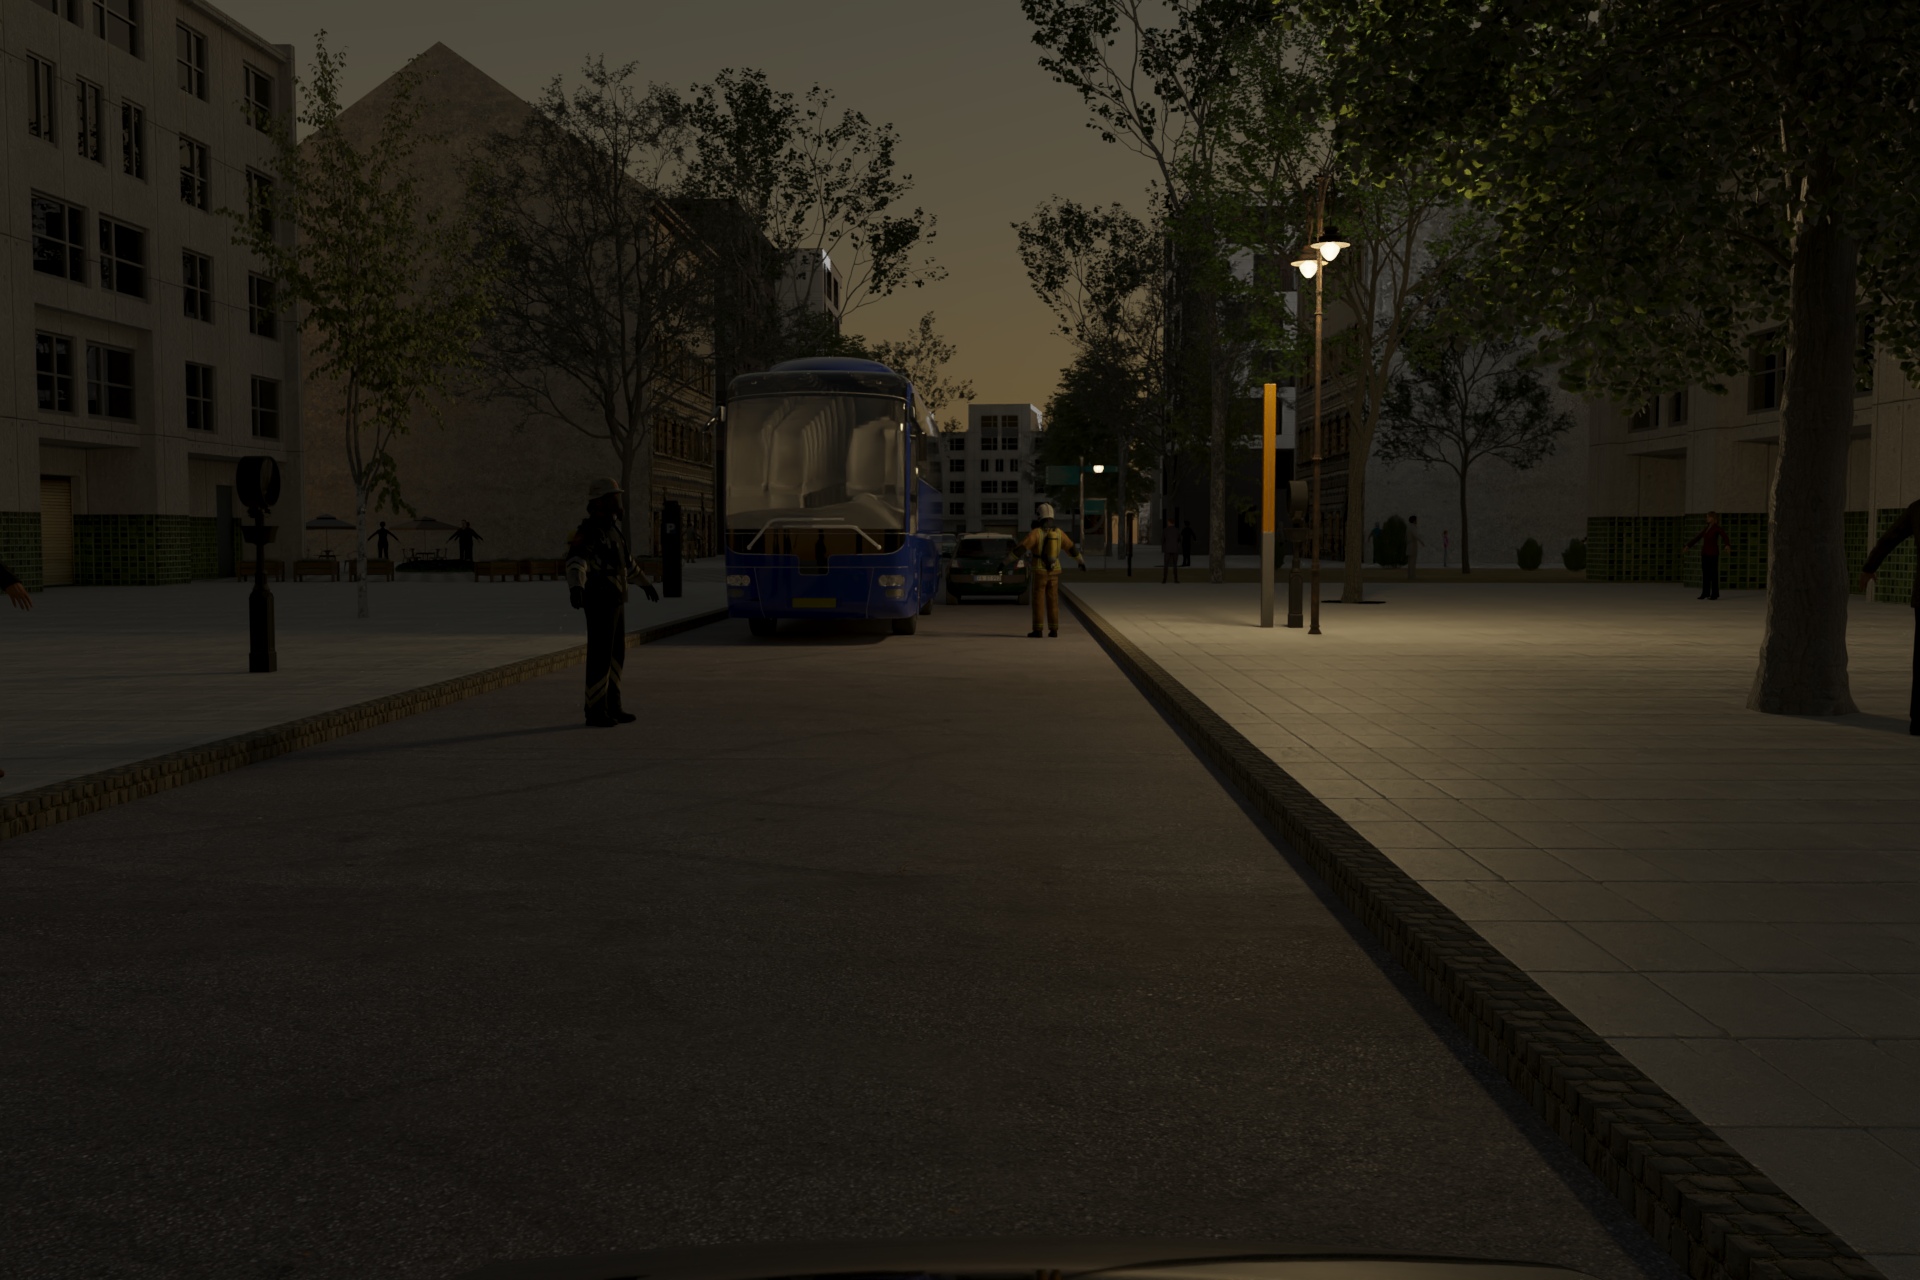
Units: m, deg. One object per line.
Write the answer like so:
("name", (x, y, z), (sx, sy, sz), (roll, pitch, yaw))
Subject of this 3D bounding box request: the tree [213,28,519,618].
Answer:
("tree", (-8.929, -4.649, 26.381), (4.737, 8.622, 4.395), (0, 3, 0))

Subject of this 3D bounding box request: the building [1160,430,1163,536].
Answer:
("building", (27.367, -20.513, 191.808), (16.016, 20.090, 11.380), (0, 4, 1))

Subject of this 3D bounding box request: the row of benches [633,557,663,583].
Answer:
("row of benches", (-8.724, -1.939, 47.158), (1.422, 0.672, 4.104), (-2, 4, -34))

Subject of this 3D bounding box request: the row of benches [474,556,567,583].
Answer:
("row of benches", (-11.624, -1.972, 47.711), (1.422, 0.672, 4.104), (2, 4, 30))

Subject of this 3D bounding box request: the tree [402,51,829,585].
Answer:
("tree", (-8.584, -8.182, 44.141), (12.009, 13.543, 11.850), (0, 3, 0))

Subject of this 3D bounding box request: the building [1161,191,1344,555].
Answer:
("building", (27.713, -16.859, 119.624), (27.936, 21.610, 32.646), (0, 4, 1))

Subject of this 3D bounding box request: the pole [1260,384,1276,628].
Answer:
("pole", (4.212, -1.825, 23.674), (0.158, 3.312, 0.155), (0, 3, 0))

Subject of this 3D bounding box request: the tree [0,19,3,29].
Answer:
("tree", (-8.893, -3.836, 13.078), (4.360, 8.622, 3.978), (0, 3, 0))

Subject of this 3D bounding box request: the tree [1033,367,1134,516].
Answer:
("tree", (8.419, -12.082, 115.662), (7.486, 12.596, 7.792), (0, 3, 0))

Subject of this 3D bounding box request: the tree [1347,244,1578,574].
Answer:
("tree", (16.038, -7.423, 55.770), (7.601, 10.594, 8.767), (0, 4, 4))

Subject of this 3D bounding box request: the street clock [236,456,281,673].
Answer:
("street clock", (-6.482, -0.702, 16.052), (0.358, 2.002, 0.471), (0, 4, 0))

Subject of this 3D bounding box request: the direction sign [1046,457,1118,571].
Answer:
("direction sign", (4.227, -4.350, 59.879), (2.525, 3.948, 1.411), (0, 4, 2))

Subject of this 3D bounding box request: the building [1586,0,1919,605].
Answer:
("building", (25.584, -10.119, 31.909), (16.747, 18.905, 31.486), (0, 4, 1))

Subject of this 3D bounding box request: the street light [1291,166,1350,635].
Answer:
("street light", (4.544, -3.010, 22.007), (0.468, 5.910, 1.993), (0, 4, 1))

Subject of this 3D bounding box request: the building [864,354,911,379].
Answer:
("building", (-20.607, -22.524, 212.235), (27.936, 21.610, 32.646), (0, 4, 1))

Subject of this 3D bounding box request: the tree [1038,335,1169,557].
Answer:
("tree", (8.344, -11.057, 98.916), (7.486, 12.596, 7.792), (0, 3, 0))

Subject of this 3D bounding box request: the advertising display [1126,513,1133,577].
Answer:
("advertising display", (5.140, -2.896, 52.561), (0.123, 1.923, 0.974), (0, 4, 0))

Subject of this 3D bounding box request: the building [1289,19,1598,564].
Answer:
("building", (27.007, -15.445, 83.457), (19.493, 23.208, 18.063), (0, 4, 2))

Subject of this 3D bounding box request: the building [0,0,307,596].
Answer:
("building", (-28.284, -10.344, 35.575), (16.747, 18.905, 31.486), (0, 4, 2))

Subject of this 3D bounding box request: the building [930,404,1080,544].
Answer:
("building", (2.266, -22.834, 242.242), (31.486, 18.905, 16.747), (0, 4, 8))

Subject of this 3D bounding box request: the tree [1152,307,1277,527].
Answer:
("tree", (8.284, -6.448, 55.784), (4.737, 8.622, 4.395), (0, 3, 0))

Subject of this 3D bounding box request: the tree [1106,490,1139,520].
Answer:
("tree", (23.202, -18.834, 242.348), (7.601, 10.594, 8.767), (1, 4, 9))

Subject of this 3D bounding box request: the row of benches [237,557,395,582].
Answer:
("row of benches", (-17.233, -1.906, 46.633), (4.104, 0.672, 1.422), (0, 4, -6))

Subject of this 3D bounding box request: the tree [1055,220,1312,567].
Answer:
("tree", (8.285, -9.589, 67.148), (12.009, 13.543, 11.850), (0, 3, 0))

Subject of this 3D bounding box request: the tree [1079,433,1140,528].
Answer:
("tree", (8.483, -9.567, 106.778), (4.360, 8.622, 3.978), (0, 3, 0))

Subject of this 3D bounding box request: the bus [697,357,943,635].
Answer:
("bus", (-1.733, -2.220, 27.842), (2.896, 3.916, 12.251), (0, 4, 1))

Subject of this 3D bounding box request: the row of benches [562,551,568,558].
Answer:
("row of benches", (-14.153, -2.947, 63.648), (1.422, 0.672, 4.104), (-1, 4, -17))

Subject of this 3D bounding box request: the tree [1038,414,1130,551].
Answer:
("tree", (9.640, -12.756, 134.314), (9.928, 11.665, 9.643), (0, 3, 0))

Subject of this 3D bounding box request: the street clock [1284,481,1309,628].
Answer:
("street clock", (4.588, -1.166, 23.641), (0.358, 2.002, 0.471), (0, 4, 2))

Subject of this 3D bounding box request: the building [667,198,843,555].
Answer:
("building", (-23.743, -17.023, 122.298), (27.936, 21.610, 32.646), (0, 4, 2))

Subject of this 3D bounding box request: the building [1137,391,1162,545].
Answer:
("building", (30.995, -22.823, 204.078), (19.493, 23.208, 18.063), (0, 4, 1))

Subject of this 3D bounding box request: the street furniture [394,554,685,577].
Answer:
("street furniture", (-13.381, -2.446, 55.617), (10.072, 0.657, 5.734), (3, 5, 42))

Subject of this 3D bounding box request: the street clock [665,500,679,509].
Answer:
("street clock", (-6.183, -1.997, 37.220), (0.358, 2.002, 0.471), (0, 4, 2))

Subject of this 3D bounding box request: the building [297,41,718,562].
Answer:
("building", (-23.023, -15.654, 86.876), (19.493, 23.208, 18.063), (0, 4, 1))

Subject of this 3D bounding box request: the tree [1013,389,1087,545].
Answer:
("tree", (9.564, -14.434, 146.362), (12.009, 13.543, 11.850), (0, 3, 0))
